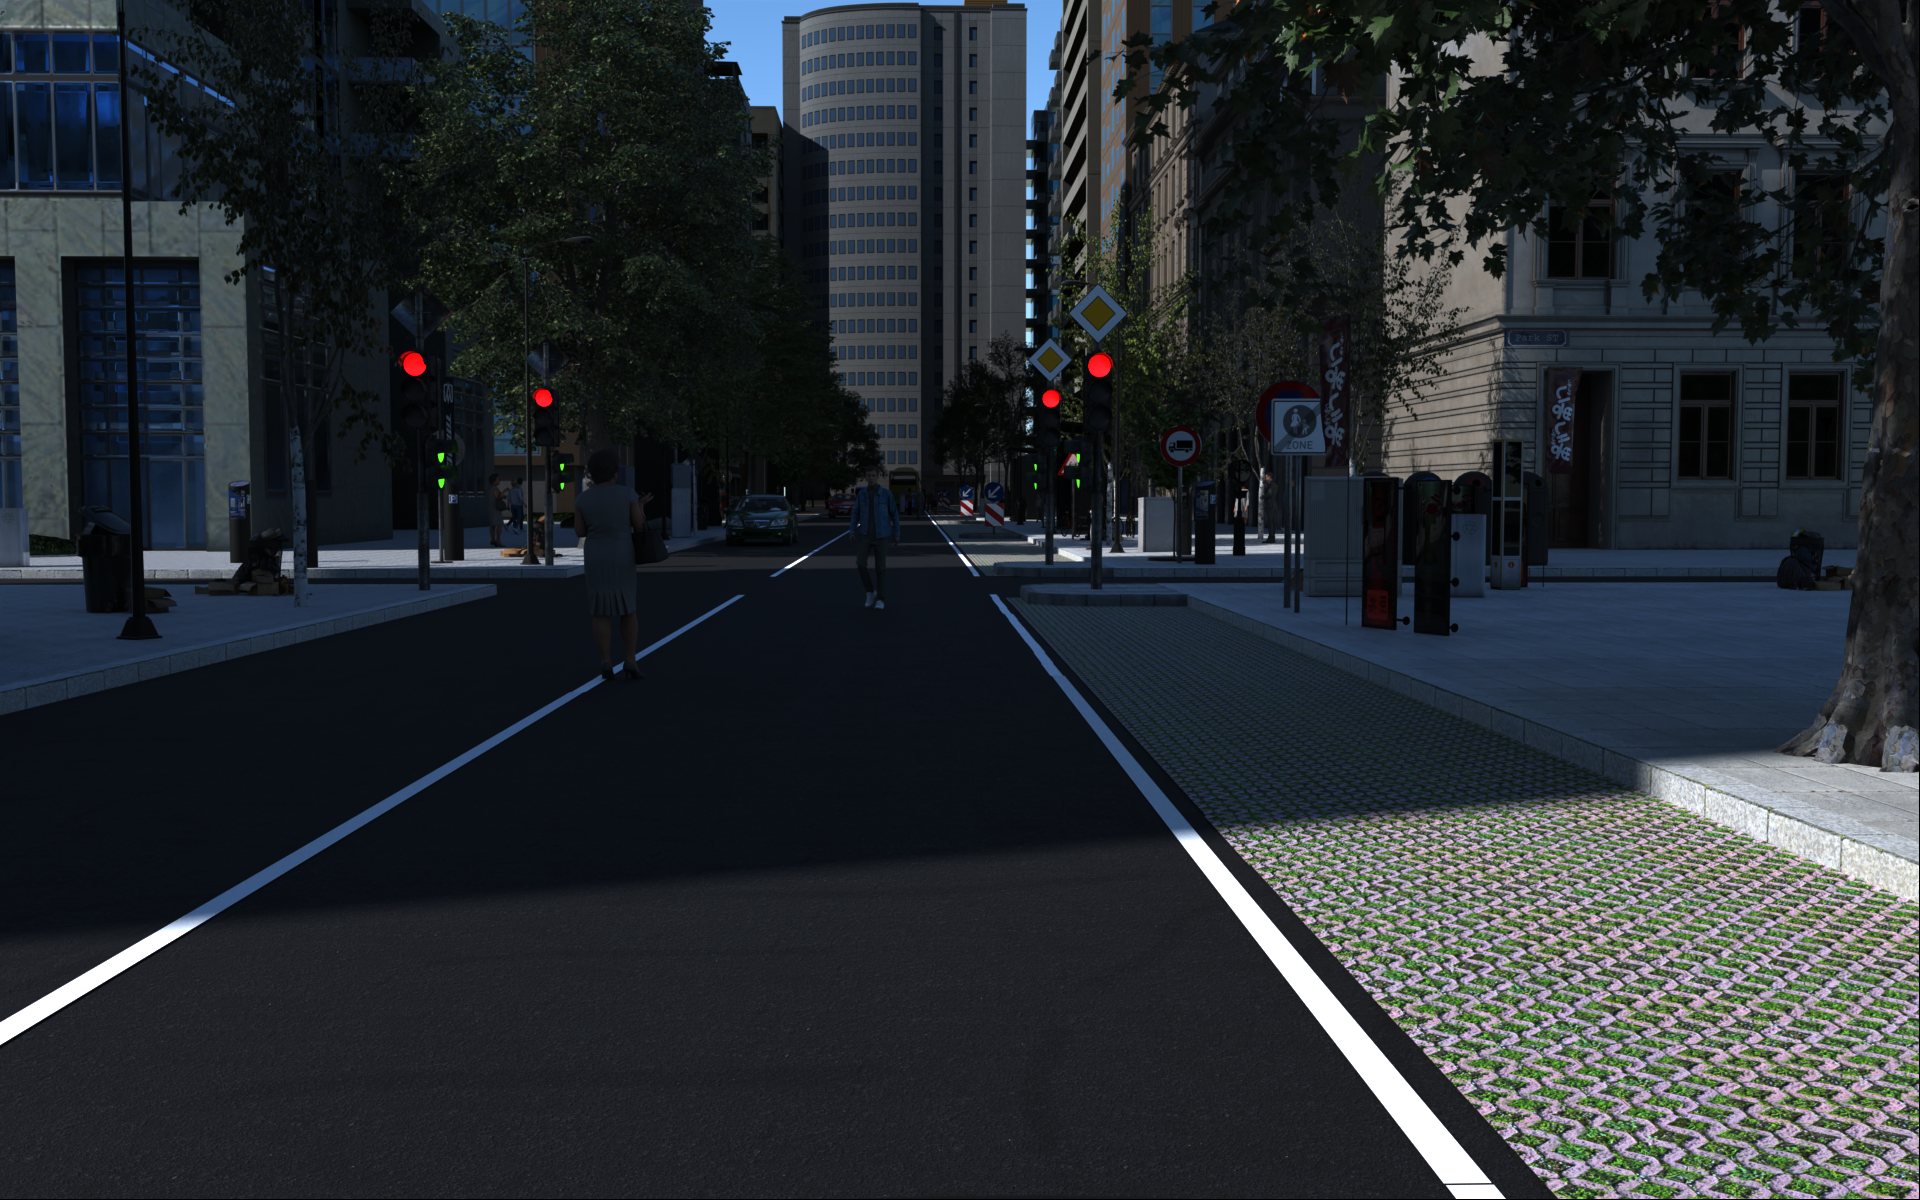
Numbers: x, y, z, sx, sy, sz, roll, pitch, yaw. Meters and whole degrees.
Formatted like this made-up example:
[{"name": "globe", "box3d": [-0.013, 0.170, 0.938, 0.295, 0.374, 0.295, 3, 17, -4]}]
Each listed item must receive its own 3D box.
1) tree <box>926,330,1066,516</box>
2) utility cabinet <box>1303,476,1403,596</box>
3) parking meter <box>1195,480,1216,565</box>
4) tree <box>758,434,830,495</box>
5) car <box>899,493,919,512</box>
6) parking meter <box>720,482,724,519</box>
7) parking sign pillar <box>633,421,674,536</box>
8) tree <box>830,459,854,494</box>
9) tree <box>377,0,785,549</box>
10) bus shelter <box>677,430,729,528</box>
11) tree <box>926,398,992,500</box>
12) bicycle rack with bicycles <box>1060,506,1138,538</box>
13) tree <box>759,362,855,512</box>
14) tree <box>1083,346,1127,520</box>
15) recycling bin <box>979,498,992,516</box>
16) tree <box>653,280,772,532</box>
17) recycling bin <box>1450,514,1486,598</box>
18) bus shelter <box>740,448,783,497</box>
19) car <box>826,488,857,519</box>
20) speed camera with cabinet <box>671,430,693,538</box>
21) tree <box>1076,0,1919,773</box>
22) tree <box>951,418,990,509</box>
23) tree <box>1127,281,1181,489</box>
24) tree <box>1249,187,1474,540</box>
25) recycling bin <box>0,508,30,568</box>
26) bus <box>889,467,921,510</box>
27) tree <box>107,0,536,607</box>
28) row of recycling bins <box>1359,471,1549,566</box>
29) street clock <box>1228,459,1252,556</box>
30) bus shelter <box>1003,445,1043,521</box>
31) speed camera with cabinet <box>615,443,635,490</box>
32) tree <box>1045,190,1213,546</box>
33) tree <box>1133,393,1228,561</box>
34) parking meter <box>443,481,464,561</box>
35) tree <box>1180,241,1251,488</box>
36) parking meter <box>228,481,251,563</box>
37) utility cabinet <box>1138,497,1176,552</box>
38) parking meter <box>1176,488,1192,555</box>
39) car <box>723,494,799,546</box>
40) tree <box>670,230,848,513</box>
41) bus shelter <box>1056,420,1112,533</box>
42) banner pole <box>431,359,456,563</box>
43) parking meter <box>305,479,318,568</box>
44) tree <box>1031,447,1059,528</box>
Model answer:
[{"name": "tree", "box3d": [2.470, -10.078, 99.195, 8.767, 10.594, 7.601, 1, 4, 22]}, {"name": "utility cabinet", "box3d": [4.921, -0.795, 21.674, 1.173, 1.500, 0.318, 0, 4, -4]}, {"name": "parking meter", "box3d": [4.483, -1.422, 31.661, 0.372, 1.533, 0.369, 0, 3, 0]}, {"name": "tree", "box3d": [-9.594, -6.744, 93.976, 4.285, 4.588, 4.351, 0, 3, 0]}, {"name": "car", "box3d": [-4.072, -8.098, 141.996, 1.945, 1.707, 3.694, 0, 4, -1]}, {"name": "parking meter", "box3d": [-11.737, -4.839, 84.834, 0.255, 1.863, 0.399, -2, 4, -35]}, {"name": "parking sign pillar", "box3d": [-9.420, -3.985, 53.631, 1.447, 3.967, 1.447, -1, 4, -11]}, {"name": "tree", "box3d": [-11.553, -10.963, 162.963, 4.285, 4.588, 4.351, 0, 3, 0]}, {"name": "tree", "box3d": [-8.642, -8.186, 40.493, 9.857, 13.997, 8.962, 0, 3, 0]}, {"name": "bus shelter", "box3d": [-9.989, -4.569, 65.983, 1.731, 3.624, 6.357, 0, 4, -2]}, {"name": "tree", "box3d": [0.268, -15.512, 179.374, 9.928, 11.665, 9.643, 0, 3, 0]}, {"name": "bicycle rack with bicycles", "box3d": [4.421, -2.309, 51.133, 2.852, 0.926, 2.925, -1, 4, -13]}, {"name": "tree", "box3d": [-11.476, -12.265, 126.291, 9.928, 11.665, 9.643, 0, 3, 0]}, {"name": "tree", "box3d": [7.703, -8.201, 84.442, 4.360, 8.622, 3.978, 0, 3, 0]}, {"name": "recycling bin", "box3d": [1.479, -5.315, 99.449, 0.722, 1.027, 0.722, 0, 4, 2]}, {"name": "tree", "box3d": [-8.826, -6.644, 58.987, 4.737, 8.622, 4.395, 0, 3, 0]}, {"name": "recycling bin", "box3d": [6.198, -0.566, 21.800, 0.722, 1.027, 0.722, 1, 4, 9]}, {"name": "bus shelter", "box3d": [-10.018, -5.917, 88.029, 1.731, 3.624, 6.357, 0, 4, -2]}, {"name": "car", "box3d": [-6.811, -5.723, 102.619, 2.155, 1.783, 4.494, 0, 4, -1]}, {"name": "speed camera with cabinet", "box3d": [-8.285, -3.500, 51.564, 0.660, 3.252, 2.038, 0, 4, -8]}, {"name": "tree", "box3d": [4.595, -5.557, 7.858, 9.611, 12.733, 9.660, 0, 3, 0]}, {"name": "tree", "box3d": [1.207, -11.992, 146.438, 4.360, 8.622, 3.978, 0, 3, 0]}, {"name": "tree", "box3d": [7.933, -6.588, 58.071, 4.360, 8.622, 3.978, 0, 3, 0]}, {"name": "tree", "box3d": [8.802, -5.341, 37.680, 4.360, 8.622, 3.978, 0, 3, 0]}, {"name": "recycling bin", "box3d": [-16.841, -1.096, 30.472, 0.722, 1.027, 0.722, -1, 4, -19]}, {"name": "bus", "box3d": [-5.081, -10.239, 158.959, 2.896, 3.916, 12.252, 0, 4, -1]}, {"name": "tree", "box3d": [-7.254, -4.222, 19.400, 4.360, 8.622, 3.978, 0, 3, 0]}, {"name": "row of recycling bins", "box3d": [8.829, -1.485, 31.390, 3.534, 1.692, 1.069, 0, 4, 1]}, {"name": "street clock", "box3d": [5.817, -1.925, 36.039, 0.471, 2.002, 0.358, -2, 4, -31]}, {"name": "bus shelter", "box3d": [3.173, -5.848, 86.892, 1.731, 3.624, 6.357, 0, 4, -1]}, {"name": "speed camera with cabinet", "box3d": [-10.304, -3.759, 55.791, 2.038, 3.252, 0.660, 2, 4, 27]}, {"name": "tree", "box3d": [3.909, -5.675, 43.154, 4.737, 8.622, 4.395, 0, 3, 0]}, {"name": "tree", "box3d": [4.077, -2.378, 33.490, 1.663, 3.219, 1.824, 0, 3, 0]}, {"name": "parking meter", "box3d": [-9.779, -1.531, 33.442, 0.372, 1.533, 0.369, 0, 3, 0]}, {"name": "tree", "box3d": [8.453, -6.015, 48.703, 4.360, 8.622, 3.978, 0, 3, 0]}, {"name": "parking meter", "box3d": [-13.435, -1.462, 32.320, 0.372, 1.533, 0.369, 0, 3, 0]}, {"name": "utility cabinet", "box3d": [4.448, -1.675, 38.541, 1.020, 1.237, 0.306, -2, 4, -30]}, {"name": "parking meter", "box3d": [4.708, -1.875, 36.373, 0.255, 1.863, 0.399, 1, 4, 22]}, {"name": "car", "box3d": [-5.637, -2.310, 49.566, 2.131, 1.459, 4.920, 0, 4, -2]}, {"name": "tree", "box3d": [-8.661, -9.581, 74.769, 7.486, 12.596, 7.792, 0, 3, 0]}, {"name": "bus shelter", "box3d": [4.003, -4.105, 58.397, 1.731, 3.624, 6.357, 0, 4, -1]}, {"name": "banner pole", "box3d": [-9.603, -2.588, 32.334, 0.401, 3.779, 0.863, 1, 4, 10]}, {"name": "parking meter", "box3d": [-11.385, -1.329, 30.138, 0.372, 1.533, 0.369, 0, 3, 0]}, {"name": "tree", "box3d": [3.649, -4.336, 65.497, 1.663, 3.219, 1.824, 0, 3, 0]}]
